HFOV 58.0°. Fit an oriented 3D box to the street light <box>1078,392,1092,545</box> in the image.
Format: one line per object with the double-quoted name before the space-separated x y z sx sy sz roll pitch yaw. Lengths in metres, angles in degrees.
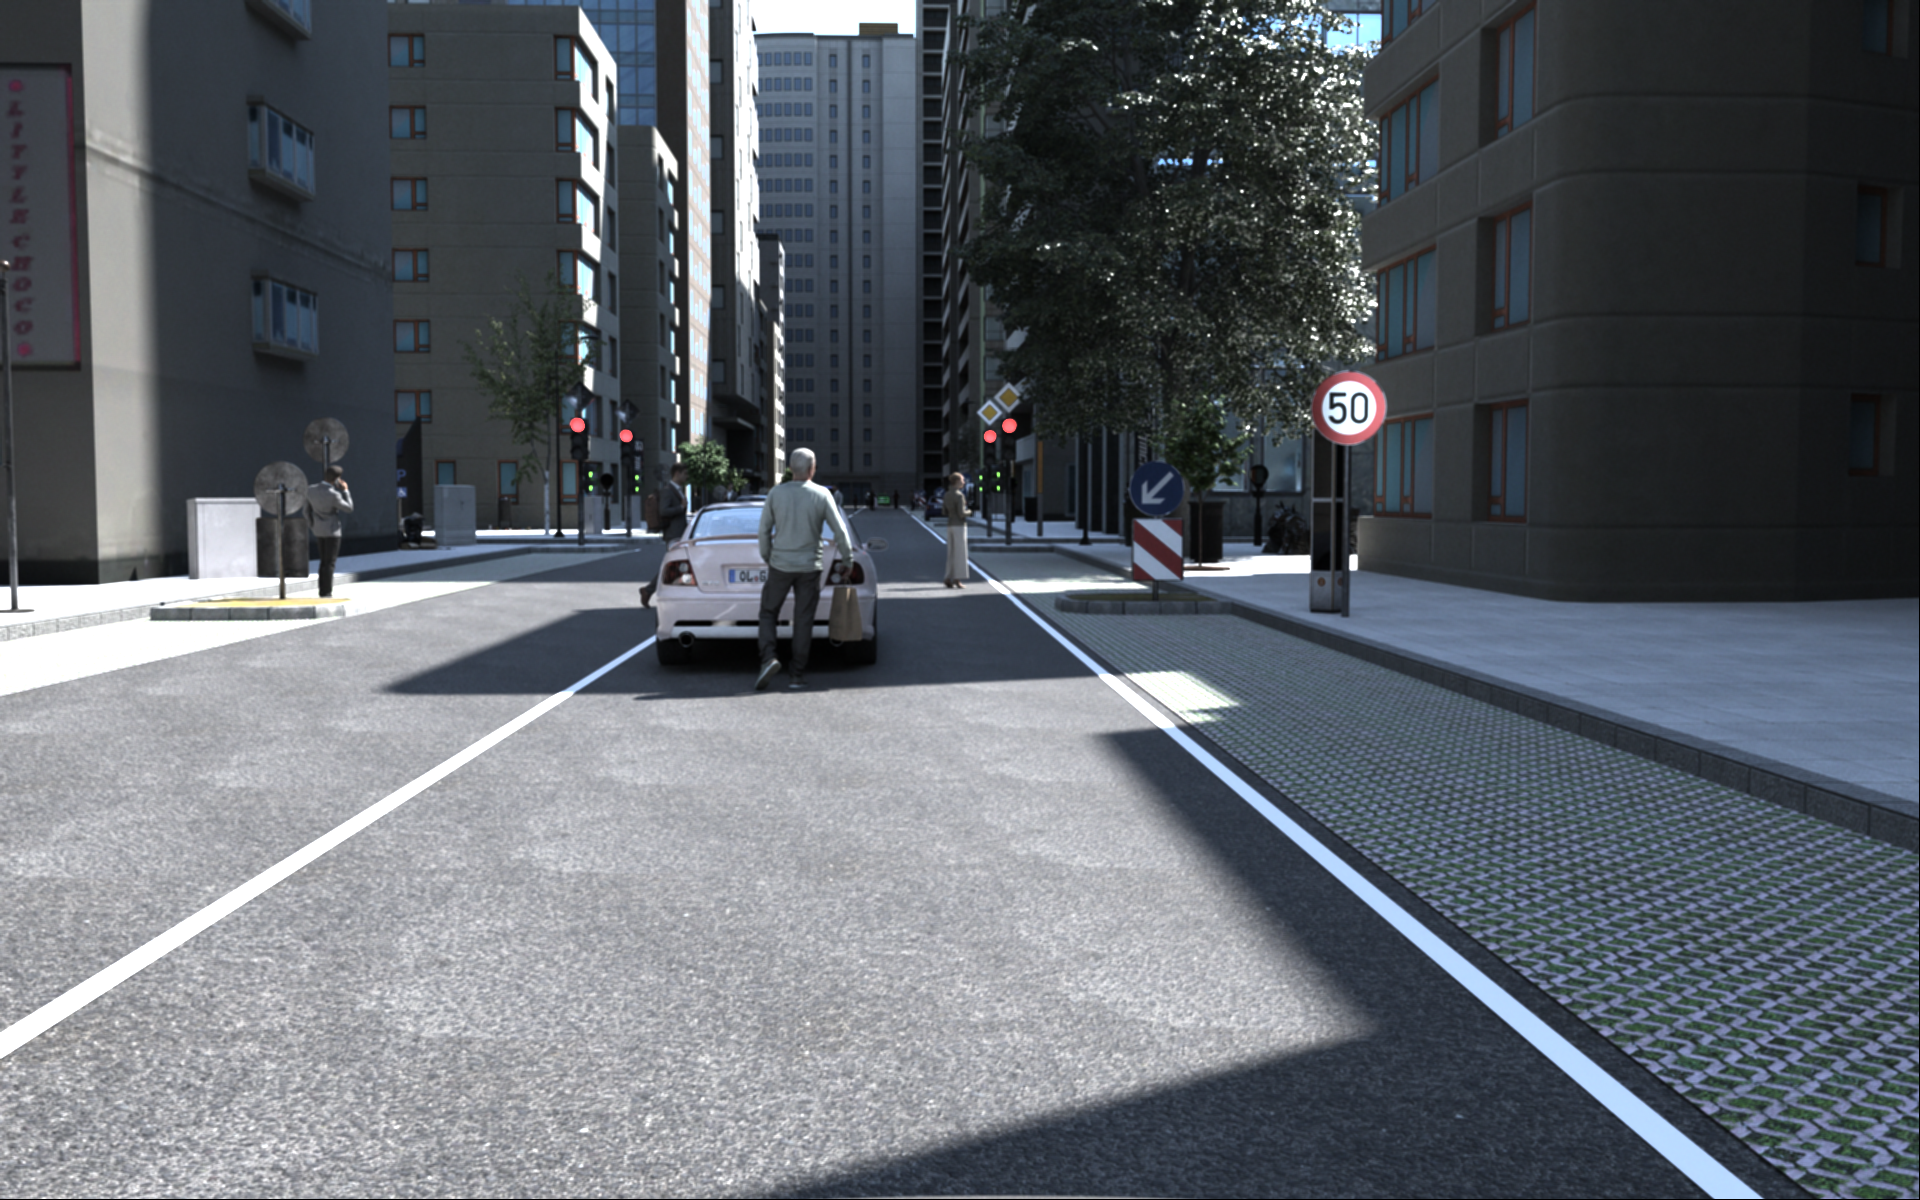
"street light" 2.623 -4.339 43.489 1.470 5.913 1.316 0 4 -2

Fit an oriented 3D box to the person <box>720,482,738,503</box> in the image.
"person" -7.657 -3.001 57.536 0.622 1.834 0.822 -1 4 -12

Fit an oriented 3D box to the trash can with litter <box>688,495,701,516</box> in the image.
"trash can with litter" -15.595 -5.469 100.483 2.233 1.210 1.678 0 4 -1

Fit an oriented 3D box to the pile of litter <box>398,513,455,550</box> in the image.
"pile of litter" -12.565 -1.591 39.985 1.719 0.858 1.176 0 4 -5

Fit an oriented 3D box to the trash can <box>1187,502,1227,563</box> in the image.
"trash can" 4.602 -1.265 32.333 0.748 1.137 0.748 0 3 0

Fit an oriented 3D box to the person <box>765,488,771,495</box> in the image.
"person" -10.896 -5.691 101.772 1.509 1.804 0.699 2 4 31

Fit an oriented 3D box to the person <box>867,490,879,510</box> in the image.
"person" -7.615 -8.722 151.233 1.348 1.807 0.705 -3 5 -45

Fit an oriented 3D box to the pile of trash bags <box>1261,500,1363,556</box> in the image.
"pile of trash bags" 7.538 -1.627 36.349 1.912 1.369 3.447 0 4 -1

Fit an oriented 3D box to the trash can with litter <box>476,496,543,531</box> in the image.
"trash can with litter" -15.715 -3.038 60.734 2.233 1.210 1.678 2 4 24

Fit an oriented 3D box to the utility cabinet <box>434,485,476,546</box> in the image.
"utility cabinet" -12.480 -2.090 42.850 0.318 1.500 1.173 2 4 25

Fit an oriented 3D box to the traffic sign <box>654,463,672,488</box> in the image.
"traffic sign" -12.367 -4.404 72.109 0.768 2.556 0.104 0 4 -1

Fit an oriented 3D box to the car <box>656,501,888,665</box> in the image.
"car" -1.698 -0.220 15.961 2.083 1.381 4.827 0 4 -3

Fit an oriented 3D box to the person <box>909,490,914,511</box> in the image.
"person" -4.210 -8.452 147.219 0.750 1.759 0.617 2 4 32

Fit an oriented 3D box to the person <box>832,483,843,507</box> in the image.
"person" -3.930 -2.864 55.606 0.850 1.792 0.678 -2 4 -31

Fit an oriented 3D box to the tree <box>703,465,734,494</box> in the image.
"tree" -14.649 -6.681 103.827 1.663 3.219 1.824 0 3 0

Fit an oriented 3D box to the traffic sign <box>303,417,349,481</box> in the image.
"traffic sign" -10.503 -1.749 28.704 0.768 2.556 0.104 0 4 -1

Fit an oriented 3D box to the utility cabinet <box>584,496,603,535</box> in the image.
"utility cabinet" -11.620 -2.672 54.844 0.306 1.237 1.020 -2 4 -29

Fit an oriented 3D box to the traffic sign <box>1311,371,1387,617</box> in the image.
"traffic sign" 4.019 -1.093 17.984 0.768 2.556 0.104 0 4 7

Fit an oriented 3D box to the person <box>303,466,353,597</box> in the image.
"person" -8.305 -0.862 22.781 0.592 1.802 0.473 3 4 38

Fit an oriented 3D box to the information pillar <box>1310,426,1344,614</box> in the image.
"information pillar" 3.994 -0.869 18.707 0.304 2.012 0.304 -3 5 -45

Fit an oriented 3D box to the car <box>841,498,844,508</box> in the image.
"car" -11.242 -8.865 153.734 1.959 1.807 4.718 0 4 -4

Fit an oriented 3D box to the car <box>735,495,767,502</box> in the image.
"car" -6.360 -2.594 54.410 2.014 1.417 4.499 0 4 -3

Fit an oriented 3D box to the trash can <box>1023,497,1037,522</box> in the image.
"trash can" 3.283 -4.170 79.832 0.748 1.137 0.748 0 3 0

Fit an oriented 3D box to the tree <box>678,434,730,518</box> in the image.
"tree" -13.980 -6.737 93.861 4.285 4.588 4.351 0 3 0

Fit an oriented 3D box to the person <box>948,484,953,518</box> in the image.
"person" -0.220 -3.574 67.155 0.699 1.804 1.509 1 4 16

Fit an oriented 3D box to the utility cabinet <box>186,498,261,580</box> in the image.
"utility cabinet" -11.150 -0.924 26.266 0.306 1.237 1.020 3 5 41

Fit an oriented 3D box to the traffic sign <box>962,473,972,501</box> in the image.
"traffic sign" 0.339 -6.357 104.034 0.768 2.556 0.104 0 4 -2

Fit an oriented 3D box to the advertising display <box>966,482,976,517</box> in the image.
"advertising display" 0.595 -5.569 96.264 0.123 1.923 0.974 -2 4 -28

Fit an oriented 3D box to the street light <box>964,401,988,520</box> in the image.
"street light" 0.886 -6.978 86.630 1.470 5.913 1.316 0 4 -2

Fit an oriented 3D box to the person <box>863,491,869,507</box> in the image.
"person" -10.637 -11.610 198.305 0.705 1.826 1.348 -3 5 -45

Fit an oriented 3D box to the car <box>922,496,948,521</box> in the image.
"car" -1.034 -4.895 92.616 1.945 1.354 3.894 0 4 -2

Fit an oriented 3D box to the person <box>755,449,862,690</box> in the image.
"person" -1.114 -0.231 12.766 0.782 1.767 0.515 0 4 -2

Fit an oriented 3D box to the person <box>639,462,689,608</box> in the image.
"person" -3.628 -0.821 21.884 0.822 1.834 0.622 0 4 -4

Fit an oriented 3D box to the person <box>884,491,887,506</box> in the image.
"person" -8.805 -11.801 201.998 0.434 1.755 0.990 2 4 25

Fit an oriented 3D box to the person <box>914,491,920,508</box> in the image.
"person" -4.102 -9.442 163.818 0.756 1.711 0.436 3 4 38

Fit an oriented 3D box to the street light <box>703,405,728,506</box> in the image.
"street light" -12.817 -7.216 90.515 1.470 5.913 1.316 0 4 -2

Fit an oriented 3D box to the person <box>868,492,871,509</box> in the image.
"person" -8.958 -9.882 171.546 0.415 1.643 0.593 -3 5 -40

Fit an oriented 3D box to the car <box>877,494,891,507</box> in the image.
"car" -8.857 -11.501 196.841 1.959 1.807 4.718 0 4 -2

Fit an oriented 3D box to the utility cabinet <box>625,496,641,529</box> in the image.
"utility cabinet" -12.190 -3.263 64.506 0.306 1.237 1.020 0 4 8

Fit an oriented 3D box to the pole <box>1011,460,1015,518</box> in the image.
"pole" 2.831 -6.010 92.101 0.158 3.312 0.155 0 3 0

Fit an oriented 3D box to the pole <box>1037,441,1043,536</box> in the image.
"pole" 2.425 -3.578 52.347 0.158 3.312 0.155 0 3 0

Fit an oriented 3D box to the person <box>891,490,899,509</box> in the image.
"person" -6.229 -9.726 167.478 0.705 1.831 1.348 2 4 35

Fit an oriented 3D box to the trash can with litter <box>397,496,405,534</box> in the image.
"trash can with litter" -18.283 -2.747 55.978 1.678 1.210 2.233 -1 4 -20

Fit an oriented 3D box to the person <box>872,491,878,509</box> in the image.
"person" -8.130 -9.590 165.962 0.621 1.740 0.551 2 4 33

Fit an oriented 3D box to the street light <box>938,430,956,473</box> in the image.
"street light" -0.885 -9.395 126.149 1.470 5.913 1.316 0 4 -2

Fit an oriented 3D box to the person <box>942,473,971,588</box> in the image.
"person" -0.021 -1.061 26.397 0.362 1.759 0.519 -2 4 -34

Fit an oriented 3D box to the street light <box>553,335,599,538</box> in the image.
"street light" -11.248 -4.785 50.778 1.470 5.913 1.316 0 4 -2

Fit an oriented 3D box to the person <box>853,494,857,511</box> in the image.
"person" -8.685 -8.065 143.616 0.557 1.426 1.065 1 4 9
